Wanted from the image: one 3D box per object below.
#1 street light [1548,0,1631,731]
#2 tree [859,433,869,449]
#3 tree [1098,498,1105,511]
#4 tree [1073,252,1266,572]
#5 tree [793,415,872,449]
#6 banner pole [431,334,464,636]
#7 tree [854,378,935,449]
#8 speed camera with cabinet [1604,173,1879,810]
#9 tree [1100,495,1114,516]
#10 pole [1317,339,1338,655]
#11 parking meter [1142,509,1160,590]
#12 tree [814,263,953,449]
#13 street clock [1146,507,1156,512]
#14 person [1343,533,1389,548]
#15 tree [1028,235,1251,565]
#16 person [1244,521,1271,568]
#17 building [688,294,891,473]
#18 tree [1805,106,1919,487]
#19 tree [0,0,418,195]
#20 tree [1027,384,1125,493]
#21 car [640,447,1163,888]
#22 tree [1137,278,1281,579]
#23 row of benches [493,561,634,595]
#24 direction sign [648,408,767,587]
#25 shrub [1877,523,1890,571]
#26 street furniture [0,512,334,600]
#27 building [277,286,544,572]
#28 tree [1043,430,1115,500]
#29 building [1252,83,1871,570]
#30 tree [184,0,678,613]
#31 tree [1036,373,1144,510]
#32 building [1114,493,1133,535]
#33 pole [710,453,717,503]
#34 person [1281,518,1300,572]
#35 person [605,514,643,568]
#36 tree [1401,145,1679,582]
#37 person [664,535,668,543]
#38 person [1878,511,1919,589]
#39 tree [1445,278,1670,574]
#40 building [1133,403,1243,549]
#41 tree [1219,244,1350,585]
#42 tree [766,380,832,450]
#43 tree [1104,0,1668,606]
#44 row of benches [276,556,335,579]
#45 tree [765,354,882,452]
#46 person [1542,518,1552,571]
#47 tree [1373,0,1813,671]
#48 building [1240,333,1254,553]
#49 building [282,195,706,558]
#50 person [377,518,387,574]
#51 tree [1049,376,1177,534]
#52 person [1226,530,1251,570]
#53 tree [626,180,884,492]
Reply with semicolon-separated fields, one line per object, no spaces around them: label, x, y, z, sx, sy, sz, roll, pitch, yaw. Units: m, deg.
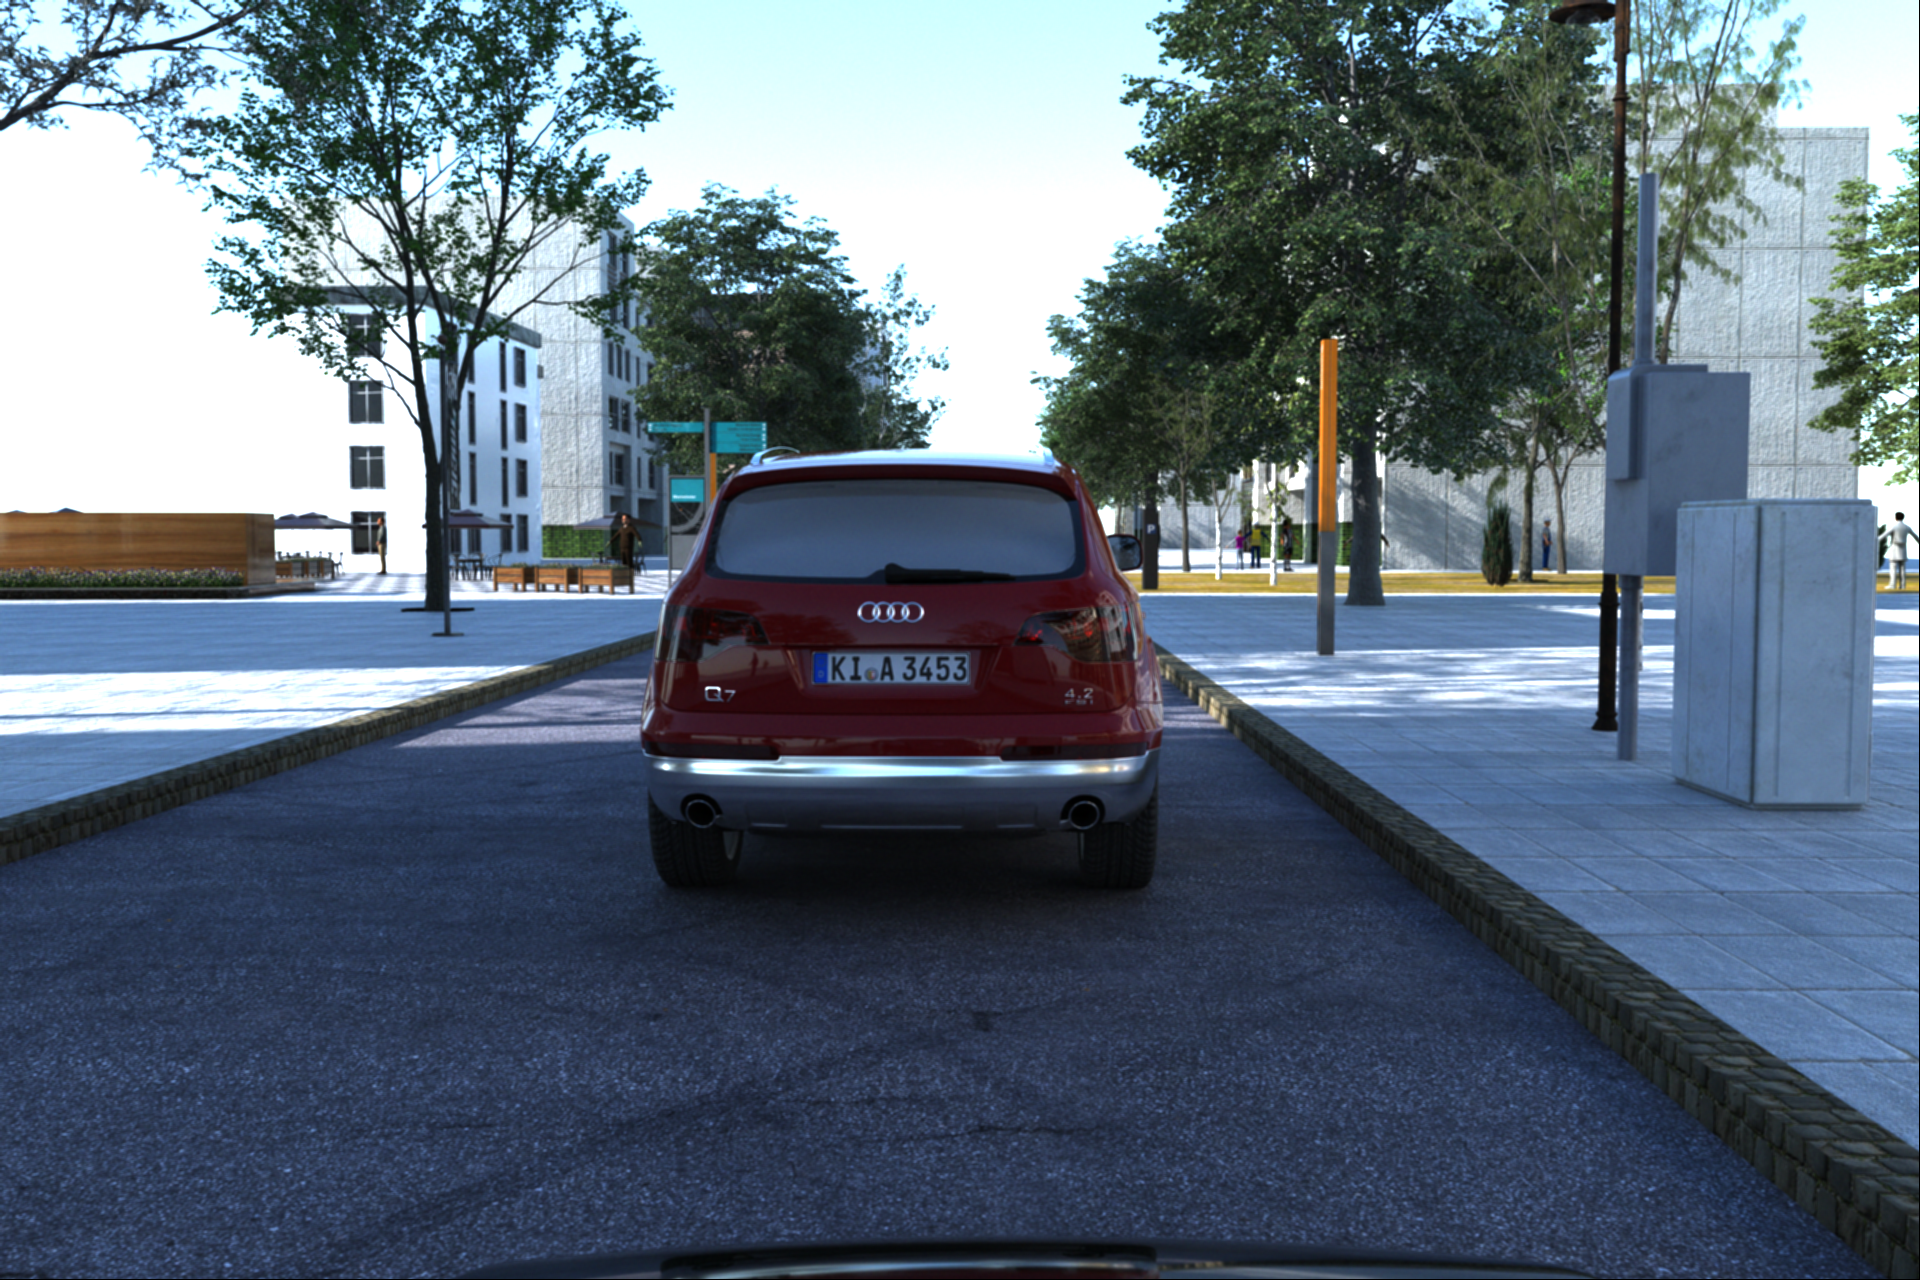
street light;4.235;-2.347;11.169;0.468;5.910;1.993;0;4;1
tree;-6.607;-9.216;101.050;4.737;8.622;4.395;0;3;0
tree;9.136;-12.803;143.735;8.767;10.594;7.601;0;4;-3
tree;7.329;-7.575;58.267;7.601;10.594;8.767;-1;4;-12
tree;-7.373;-8.642;91.658;4.360;8.622;3.978;0;3;0
banner pole;-6.481;-1.958;22.036;0.401;3.779;0.863;0;4;1
tree;-6.713;-14.184;138.569;9.857;13.997;8.962;0;3;0
speed camera with cabinet;3.963;-0.892;8.927;0.660;3.252;2.038;0;4;1
tree;22.524;-19.723;232.832;12.009;13.543;11.850;0;3;0
pole;3.876;-1.494;18.278;0.158;3.312;0.155;0;3;0
parking meter;4.420;-2.100;40.044;0.399;1.863;0.255;0;4;2
tree;-6.191;-16.318;122.688;12.611;20.169;13.585;0;3;0
street clock;5.034;-2.510;45.613;0.358;2.002;0.471;0;3;0
person;11.198;-2.536;47.594;1.348;1.813;0.705;-1;4;-11
tree;7.782;-10.086;71.559;9.857;13.997;8.962;0;3;0
person;11.030;-3.562;64.704;1.216;1.772;0.721;0;4;-4
building;-21.467;-19.564;163.853;27.936;21.610;32.646;0;4;1
tree;25.803;-7.735;44.596;7.486;12.596;7.792;0;3;0
tree;-8.324;-6.178;11.382;12.009;13.543;11.850;0;3;0
tree;8.368;-11.738;117.674;9.928;11.665;9.643;0;3;0
car;-0.185;0.006;8.569;2.281;1.827;5.304;0;4;1
tree;7.497;-6.036;49.059;4.360;8.622;3.978;0;3;0
row of benches;-8.671;-1.376;37.958;4.104;0.672;1.422;3;4;37
direction sign;-5.360;-2.976;37.412;2.525;3.948;1.411;0;4;0
shrub;27.473;-2.987;52.872;1.661;2.075;1.752;0;3;0
street furniture;-18.745;-1.815;36.534;9.812;1.723;11.010;0;4;-5
building;-22.078;-7.993;72.836;9.099;9.664;28.070;0;4;2
tree;8.988;-12.099;132.224;8.767;10.594;7.601;3;5;44
building;23.799;-12.868;76.851;16.747;18.905;31.486;0;4;1
tree;-8.648;-6.293;28.647;9.928;11.665;9.643;0;3;0
tree;8.437;-11.123;107.611;9.928;11.665;9.643;0;3;0
building;28.145;-22.873;204.897;19.493;23.208;18.063;0;4;1
pole;-5.483;-2.730;38.483;0.158;3.312;0.155;0;3;0
person;11.271;-3.257;59.391;0.704;1.843;1.345;3;4;36
person;-8.725;-2.393;45.261;1.346;1.812;0.704;3;4;36
tree;15.426;-7.382;46.455;9.928;11.665;9.643;0;3;0
person;-11.707;-3.962;71.576;1.217;1.733;0.721;1;4;18
person;21.835;-2.089;40.339;1.347;1.806;0.705;0;4;-4
tree;19.418;-7.413;55.612;8.767;10.594;7.601;1;4;11
building;25.942;-18.173;163.580;16.747;18.905;31.486;0;4;2
tree;8.099;-5.675;43.154;4.737;8.622;4.395;0;3;0
tree;-7.236;-7.479;72.651;4.360;8.622;3.978;0;3;0
tree;7.255;-7.588;30.726;9.857;13.997;8.962;0;3;0
row of benches;-17.996;-1.958;47.481;1.422;0.672;4.104;0;4;-4
tree;-7.195;-9.129;83.679;8.767;10.594;7.601;2;4;29
person;20.504;-3.340;60.459;0.705;1.847;1.347;2;4;24
tree;6.365;-4.003;15.806;4.360;8.622;3.978;0;3;0
building;28.809;-17.167;111.609;19.493;23.208;18.063;0;4;1
building;-26.604;-14.690;106.647;16.747;18.905;31.486;0;4;2
person;-18.462;-2.996;55.261;0.705;1.796;1.348;-1;4;-16
tree;8.519;-9.778;94.276;8.767;10.594;7.601;1;4;15
person;9.919;-3.200;61.584;0.991;1.433;0.599;-1;4;-16
tree;-7.386;-9.492;61.856;9.857;13.997;8.962;0;3;0
